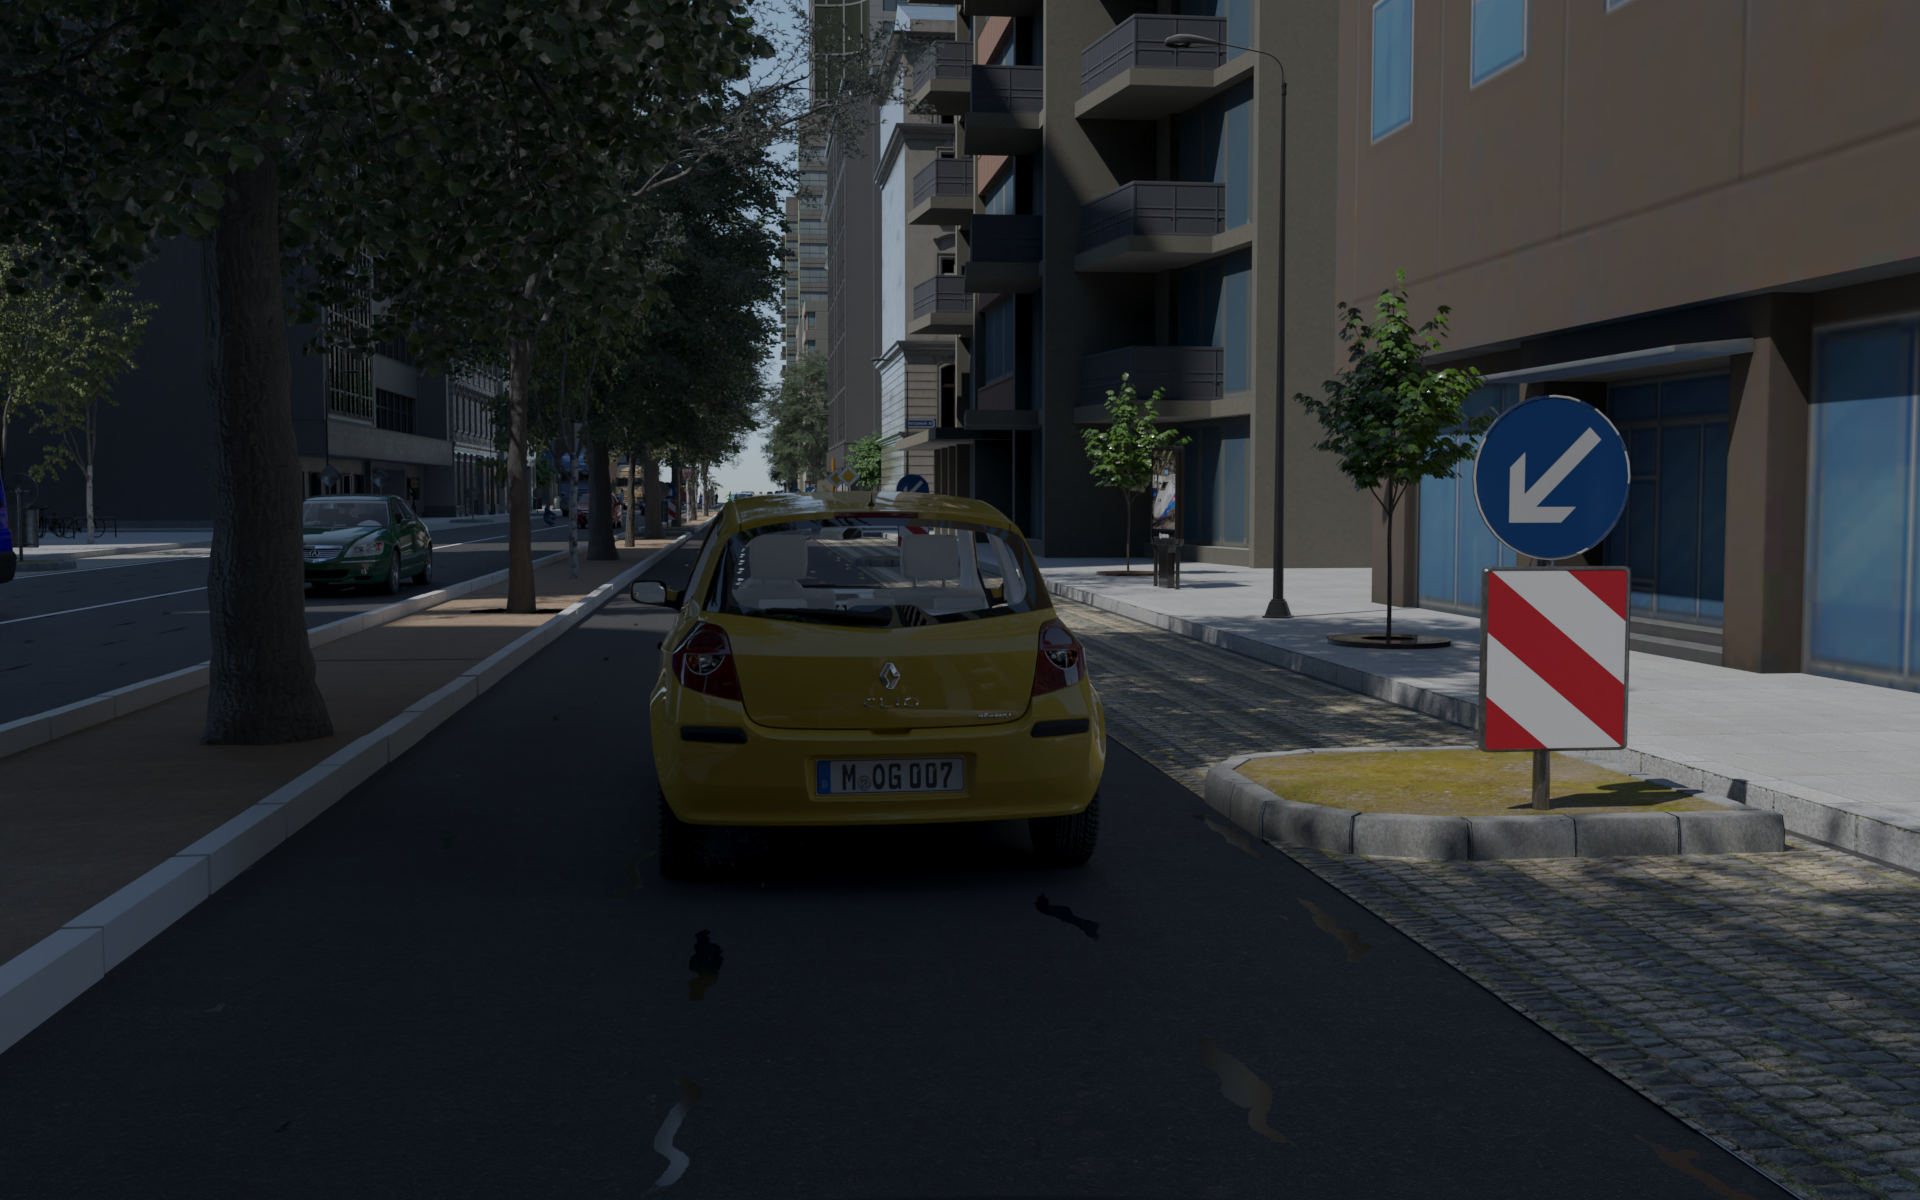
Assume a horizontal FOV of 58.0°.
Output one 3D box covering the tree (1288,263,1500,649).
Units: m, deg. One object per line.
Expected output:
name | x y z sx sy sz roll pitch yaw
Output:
tree | 3.663 -1.222 14.581 1.663 3.219 1.824 0 3 0

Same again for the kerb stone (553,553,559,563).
kerb stone | -8.482 -0.841 35.947 0.120 0.150 1.000 0 4 -7

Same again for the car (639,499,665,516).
car | -20.649 -6.386 116.985 1.945 1.354 3.894 0 4 -8

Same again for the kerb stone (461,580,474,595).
kerb stone | -7.122 -0.155 24.723 0.120 0.150 1.000 0 4 -7

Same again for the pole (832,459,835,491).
pole | -7.269 -6.468 99.596 0.158 3.312 0.155 0 3 0

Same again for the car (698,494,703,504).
car | -36.319 -14.490 246.508 1.945 1.707 3.694 0 4 -7

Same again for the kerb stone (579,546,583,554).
kerb stone | -9.114 -1.152 41.046 0.120 0.150 1.000 0 4 -7

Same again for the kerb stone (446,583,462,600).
kerb stone | -6.991 -0.093 23.709 0.120 0.150 1.000 0 4 -7

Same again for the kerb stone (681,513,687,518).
kerb stone | -17.638 -5.413 110.790 0.120 0.150 1.000 0 4 -7

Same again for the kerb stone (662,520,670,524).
kerb stone | -14.655 -3.920 86.377 0.120 0.150 1.000 0 4 -7

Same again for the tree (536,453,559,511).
tree | -32.352 -9.074 132.070 4.285 4.588 4.351 0 3 0

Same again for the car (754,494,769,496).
car | -13.356 -6.536 117.089 2.015 1.641 3.980 0 4 -6

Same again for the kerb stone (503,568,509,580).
kerb stone | -7.614 -0.404 28.807 0.120 0.150 1.000 0 4 -7

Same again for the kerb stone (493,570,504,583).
kerb stone | -7.482 -0.342 27.787 0.120 0.150 1.000 0 4 -7

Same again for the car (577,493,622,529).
car | -15.302 -3.920 73.124 2.155 1.783 4.494 0 4 -6

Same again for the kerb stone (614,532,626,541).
kerb stone | -10.855 -2.021 55.293 0.120 0.150 1.000 0 4 -7

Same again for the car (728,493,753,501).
car | -13.869 -6.192 110.829 1.945 1.707 3.694 0 4 -8

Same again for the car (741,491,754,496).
car | -24.695 -11.776 201.209 2.281 1.827 5.304 0 4 -8

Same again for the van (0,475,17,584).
van | -12.161 -0.858 18.410 2.240 2.365 5.245 0 4 -6

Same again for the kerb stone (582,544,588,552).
kerb stone | -9.360 -1.277 43.076 0.120 0.150 1.000 0 4 -7

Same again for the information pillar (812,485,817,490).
information pillar | -11.161 -7.853 132.882 0.304 2.012 0.304 -3 5 -42

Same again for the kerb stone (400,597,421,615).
kerb stone | -6.618 0.094 20.664 0.120 0.150 1.000 0 4 -7

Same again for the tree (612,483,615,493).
tree | -42.670 -13.480 214.999 1.663 3.219 1.824 0 3 0

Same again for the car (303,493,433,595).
car | -9.146 -0.871 26.044 2.131 1.459 4.920 0 4 -8

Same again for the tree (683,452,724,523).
tree | -13.335 -8.076 84.860 4.360 8.622 3.978 0 3 0

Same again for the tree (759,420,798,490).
tree | -21.284 -18.847 225.155 9.611 12.733 9.660 0 3 0

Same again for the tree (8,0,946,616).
tree | -5.318 -6.588 20.541 12.009 13.543 11.850 0 3 0

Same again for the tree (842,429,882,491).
tree | -4.197 -6.294 86.620 4.285 4.588 4.351 0 3 0

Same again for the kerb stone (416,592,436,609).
kerb stone | -6.749 0.032 21.679 0.120 0.150 1.000 0 4 -7

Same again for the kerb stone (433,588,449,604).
kerb stone | -6.872 -0.027 22.694 0.120 0.150 1.000 0 4 -7

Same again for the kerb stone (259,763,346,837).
kerb stone | -2.921 0.887 7.701 0.120 0.150 1.000 0 4 -7

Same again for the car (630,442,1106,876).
car | -0.526 0.135 8.017 2.015 1.641 3.980 -1 4 -8

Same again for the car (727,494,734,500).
car | -17.152 -7.687 134.476 1.959 1.807 4.718 0 4 -6

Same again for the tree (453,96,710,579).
tree | -6.555 -4.663 29.059 4.737 8.622 4.395 0 3 0

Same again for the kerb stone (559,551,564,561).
kerb stone | -8.611 -0.903 36.966 0.120 0.150 1.000 0 4 -7

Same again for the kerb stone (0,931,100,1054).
kerb stone | -2.541 1.078 4.635 0.120 0.150 1.000 0 4 -7

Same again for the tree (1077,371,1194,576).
tree | 2.604 -2.012 27.491 1.663 3.219 1.824 0 3 0

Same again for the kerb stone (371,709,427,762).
kerb stone | -3.164 0.767 9.733 0.120 0.150 1.000 0 4 -7

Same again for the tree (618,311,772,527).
tree | -11.643 -9.209 71.146 7.486 12.596 7.792 0 3 0

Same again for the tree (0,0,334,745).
tree | -4.017 -6.145 9.591 9.857 13.997 8.962 0 3 0

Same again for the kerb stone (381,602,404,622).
kerb stone | -6.496 0.156 19.646 0.120 0.150 1.000 0 4 -7

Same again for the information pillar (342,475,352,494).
information pillar | -23.366 -3.768 66.096 0.304 2.012 0.304 -1 4 -10

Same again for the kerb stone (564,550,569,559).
kerb stone | -8.734 -0.961 37.981 0.120 0.150 1.000 0 4 -7

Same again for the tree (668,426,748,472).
tree | -20.101 -12.693 135.740 9.928 11.665 9.643 0 3 0

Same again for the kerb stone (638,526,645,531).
kerb stone | -12.286 -2.733 67.020 0.120 0.150 1.000 0 4 -7

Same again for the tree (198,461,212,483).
tree | -22.351 -3.607 53.582 1.663 3.219 1.824 0 3 0

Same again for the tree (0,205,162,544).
tree | -22.551 -5.742 44.248 4.737 8.622 4.395 0 3 0

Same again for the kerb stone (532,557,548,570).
kerb stone | -8.235 -0.713 33.900 0.120 0.150 1.000 0 4 -7

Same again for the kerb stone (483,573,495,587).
kerb stone | -7.364 -0.278 26.767 0.120 0.150 1.000 0 4 -7

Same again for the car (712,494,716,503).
car | -38.753 -15.788 269.923 2.131 1.459 4.920 0 4 -6

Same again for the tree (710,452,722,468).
tree | -17.642 -10.146 118.710 4.737 8.622 4.395 0 3 0

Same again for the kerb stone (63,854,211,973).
kerb stone | -2.673 1.016 5.655 0.120 0.150 1.000 0 4 -7

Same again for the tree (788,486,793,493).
tree | -22.494 -14.576 232.924 1.663 3.219 1.824 0 3 0

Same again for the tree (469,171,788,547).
tree | -8.843 -6.663 45.815 8.767 10.594 7.601 0 4 -7

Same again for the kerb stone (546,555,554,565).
kerb stone | -8.363 -0.774 34.925 0.120 0.150 1.000 0 4 -7

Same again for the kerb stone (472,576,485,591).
kerb stone | -7.241 -0.216 25.752 0.120 0.150 1.000 0 4 -7

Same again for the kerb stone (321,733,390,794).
kerb stone | -3.049 0.825 8.717 0.120 0.150 1.000 0 4 -7

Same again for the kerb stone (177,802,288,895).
kerb stone | -2.797 0.952 6.678 0.120 0.150 1.000 0 4 -7
